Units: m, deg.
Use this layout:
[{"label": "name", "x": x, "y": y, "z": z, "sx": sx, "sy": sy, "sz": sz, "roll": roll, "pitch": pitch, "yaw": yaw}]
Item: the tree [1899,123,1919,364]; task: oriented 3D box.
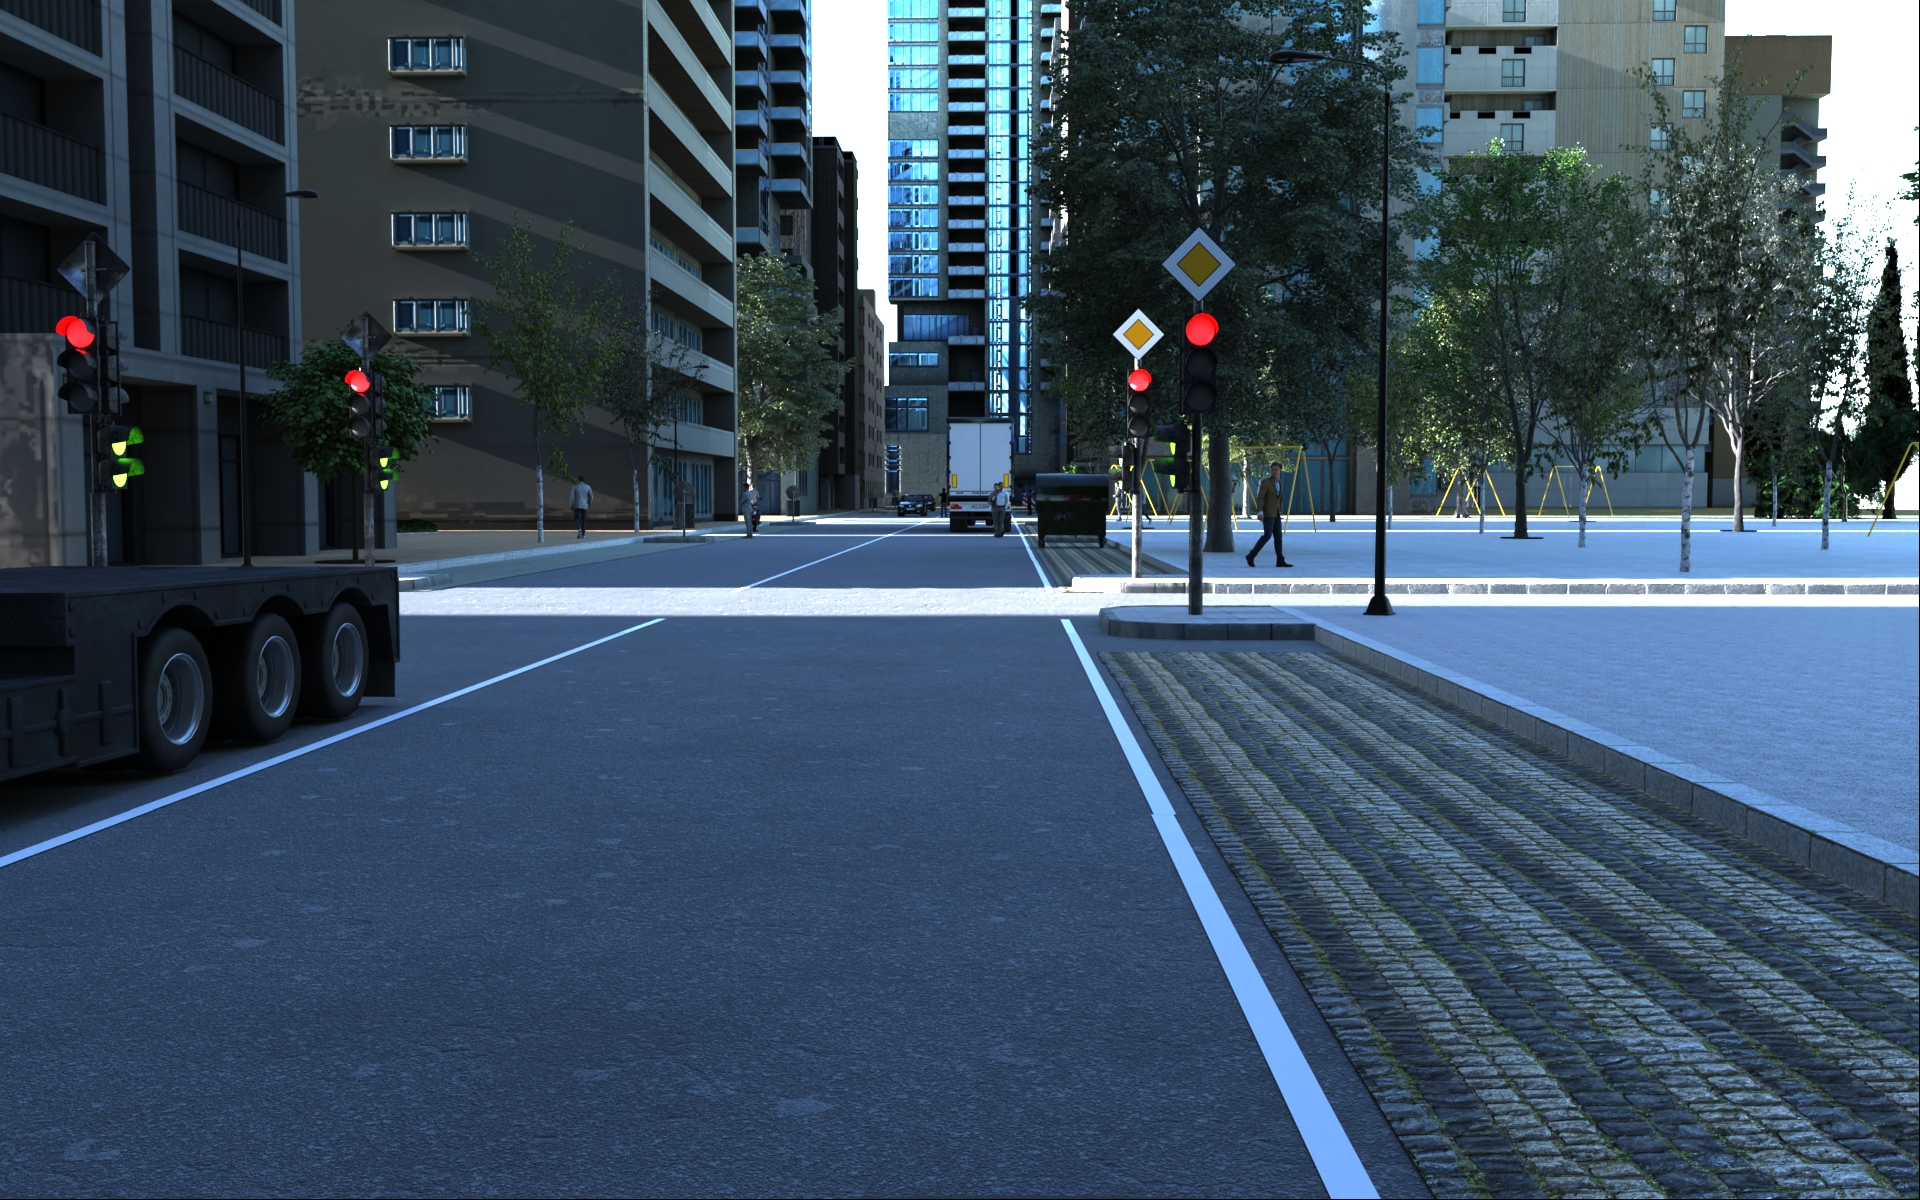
[{"label": "tree", "x": 21.325, "y": -6.955, "z": 31.834, "sx": 7.486, "sy": 12.596, "sz": 7.792, "roll": 0, "pitch": 3, "yaw": 0}]

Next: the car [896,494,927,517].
[{"label": "car", "x": -3.062, "y": -6.231, "z": 111.667, "sx": 2.009, "sy": 1.686, "sz": 4.222, "roll": 0, "pitch": 4, "yaw": 3}]

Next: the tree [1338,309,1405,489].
[{"label": "tree", "x": 16.796, "y": -7.206, "z": 68.184, "sx": 4.360, "sy": 8.622, "sz": 3.978, "roll": 0, "pitch": 3, "yaw": 0}]

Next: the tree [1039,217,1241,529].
[{"label": "tree", "x": 6.669, "y": -8.440, "z": 63.752, "sx": 9.928, "sy": 11.665, "sz": 9.643, "roll": 0, "pitch": 3, "yaw": 0}]

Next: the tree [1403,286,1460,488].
[{"label": "tree", "x": 16.728, "y": -6.467, "z": 56.090, "sx": 4.360, "sy": 8.622, "sz": 3.978, "roll": 0, "pitch": 3, "yaw": 0}]

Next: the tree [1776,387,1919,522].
[{"label": "tree", "x": 47.608, "y": -6.926, "z": 76.140, "sx": 20.602, "sy": 7.101, "sz": 11.467, "roll": 1, "pitch": 4, "yaw": 15}]

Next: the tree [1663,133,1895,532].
[{"label": "tree", "x": 26.536, "y": -9.085, "z": 58.912, "sx": 12.009, "sy": 13.543, "sz": 11.850, "roll": 0, "pitch": 3, "yaw": 0}]

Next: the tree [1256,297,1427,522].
[{"label": "tree", "x": 17.312, "y": -8.892, "z": 79.798, "sx": 8.767, "sy": 10.594, "sz": 7.601, "roll": 1, "pitch": 4, "yaw": 21}]

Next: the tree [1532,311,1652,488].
[{"label": "tree", "x": 24.467, "y": -7.147, "z": 67.210, "sx": 4.737, "sy": 8.622, "sz": 4.395, "roll": 0, "pitch": 3, "yaw": 0}]

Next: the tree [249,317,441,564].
[{"label": "tree", "x": -11.420, "y": -2.974, "z": 32.334, "sx": 4.285, "sy": 4.588, "sz": 4.351, "roll": 0, "pitch": 3, "yaw": 0}]

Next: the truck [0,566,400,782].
[{"label": "truck", "x": -5.516, "y": -0.772, "z": 2.375, "sx": 2.967, "sy": 4.110, "sz": 18.799, "roll": 0, "pitch": 4, "yaw": 3}]

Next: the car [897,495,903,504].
[{"label": "car", "x": -3.905, "y": -7.538, "z": 135.255, "sx": 2.014, "sy": 1.417, "sz": 4.499, "roll": 0, "pitch": 4, "yaw": 0}]

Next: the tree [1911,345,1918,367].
[{"label": "tree", "x": 28.182, "y": -6.686, "z": 43.733, "sx": 7.601, "sy": 10.594, "sz": 8.767, "roll": 1, "pitch": 4, "yaw": 14}]

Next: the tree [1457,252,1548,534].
[{"label": "tree", "x": 14.953, "y": -5.591, "z": 41.774, "sx": 4.360, "sy": 8.622, "sz": 3.978, "roll": 0, "pitch": 3, "yaw": 0}]

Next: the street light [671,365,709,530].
[{"label": "street light", "x": -9.709, "y": -5.498, "z": 62.440, "sx": 1.470, "sy": 5.913, "sz": 1.316, "roll": 0, "pitch": 4, "yaw": 1}]

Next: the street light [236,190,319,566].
[{"label": "street light", "x": -10.483, "y": -3.306, "z": 26.596, "sx": 1.470, "sy": 5.913, "sz": 1.316, "roll": 0, "pitch": 4, "yaw": 1}]

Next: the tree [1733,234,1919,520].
[{"label": "tree", "x": 49.164, "y": -11.625, "z": 91.895, "sx": 18.604, "sy": 14.587, "sz": 13.155, "roll": -1, "pitch": 4, "yaw": -14}]

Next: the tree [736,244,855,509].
[{"label": "tree", "x": -10.498, "y": -11.094, "z": 88.042, "sx": 9.857, "sy": 13.997, "sz": 8.962, "roll": 0, "pitch": 3, "yaw": 0}]

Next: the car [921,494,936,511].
[{"label": "car", "x": -2.982, "y": -8.225, "z": 144.260, "sx": 2.009, "sy": 1.686, "sz": 4.222, "roll": 0, "pitch": 4, "yaw": 3}]

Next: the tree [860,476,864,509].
[{"label": "tree", "x": -8.772, "y": -9.478, "z": 149.560, "sx": 1.663, "sy": 3.219, "sz": 1.824, "roll": 0, "pitch": 3, "yaw": 0}]

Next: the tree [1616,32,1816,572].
[{"label": "tree", "x": 12.093, "y": -4.788, "z": 28.650, "sx": 4.360, "sy": 8.622, "sz": 3.978, "roll": 0, "pitch": 3, "yaw": 0}]

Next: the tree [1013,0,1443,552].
[{"label": "tree", "x": 5.696, "y": -8.029, "z": 37.936, "sx": 9.857, "sy": 13.997, "sz": 8.962, "roll": 0, "pitch": 3, "yaw": 0}]

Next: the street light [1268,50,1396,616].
[{"label": "street light", "x": 3.930, "y": -2.798, "z": 18.296, "sx": 1.470, "sy": 5.913, "sz": 1.316, "roll": 0, "pitch": 4, "yaw": 1}]

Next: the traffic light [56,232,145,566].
[{"label": "traffic light", "x": -9.267, "y": -1.815, "z": 18.603, "sx": 0.839, "sy": 4.253, "sz": 0.868, "roll": 0, "pitch": 4, "yaw": 1}]

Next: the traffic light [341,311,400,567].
[{"label": "traffic light", "x": -9.078, "y": -2.304, "z": 26.586, "sx": 0.839, "sy": 4.253, "sz": 0.868, "roll": 0, "pitch": 4, "yaw": 1}]

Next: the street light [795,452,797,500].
[{"label": "street light", "x": -8.771, "y": -7.688, "z": 98.233, "sx": 1.470, "sy": 5.913, "sz": 1.316, "roll": 0, "pitch": 4, "yaw": 1}]

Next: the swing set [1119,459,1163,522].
[{"label": "swing set", "x": 9.447, "y": -4.955, "z": 78.638, "sx": 3.119, "sy": 2.851, "sz": 2.862, "roll": -3, "pitch": 5, "yaw": -41}]

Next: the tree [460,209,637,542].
[{"label": "tree", "x": -10.894, "y": -5.834, "z": 45.742, "sx": 4.737, "sy": 8.622, "sz": 4.395, "roll": 0, "pitch": 3, "yaw": 0}]

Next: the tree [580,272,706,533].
[{"label": "tree", "x": -10.666, "y": -6.542, "z": 57.327, "sx": 4.360, "sy": 8.622, "sz": 3.978, "roll": 0, "pitch": 3, "yaw": 0}]

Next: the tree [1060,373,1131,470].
[{"label": "tree", "x": 6.845, "y": -8.338, "z": 86.689, "sx": 4.360, "sy": 8.622, "sz": 3.978, "roll": 0, "pitch": 3, "yaw": 0}]

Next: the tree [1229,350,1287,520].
[{"label": "tree", "x": 15.041, "y": -8.370, "z": 87.217, "sx": 4.360, "sy": 8.622, "sz": 3.978, "roll": 0, "pitch": 3, "yaw": 0}]

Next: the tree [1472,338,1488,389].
[{"label": "tree", "x": 28.620, "y": -10.345, "z": 79.505, "sx": 12.009, "sy": 13.543, "sz": 11.850, "roll": 0, "pitch": 3, "yaw": 0}]

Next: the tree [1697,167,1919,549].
[{"label": "tree", "x": 20.351, "y": -5.497, "z": 40.235, "sx": 4.360, "sy": 8.622, "sz": 3.978, "roll": 0, "pitch": 3, "yaw": 0}]

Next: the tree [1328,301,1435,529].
[{"label": "tree", "x": 15.623, "y": -6.924, "z": 63.574, "sx": 4.737, "sy": 8.622, "sz": 4.395, "roll": 0, "pitch": 3, "yaw": 0}]

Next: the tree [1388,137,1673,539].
[{"label": "tree", "x": 16.203, "y": -7.571, "z": 49.547, "sx": 9.928, "sy": 11.665, "sz": 9.643, "roll": 0, "pitch": 3, "yaw": 0}]

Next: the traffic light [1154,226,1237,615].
[{"label": "traffic light", "x": 2.491, "y": -1.799, "z": 18.343, "sx": 0.839, "sy": 4.253, "sz": 0.868, "roll": 0, "pitch": 4, "yaw": 1}]

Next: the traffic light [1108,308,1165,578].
[{"label": "traffic light", "x": 2.680, "y": -2.288, "z": 26.325, "sx": 0.839, "sy": 4.253, "sz": 0.868, "roll": 0, "pitch": 4, "yaw": 1}]

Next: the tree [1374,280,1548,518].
[{"label": "tree", "x": 26.499, "y": -10.666, "z": 91.400, "sx": 9.611, "sy": 12.733, "sz": 9.660, "roll": 0, "pitch": 3, "yaw": 0}]

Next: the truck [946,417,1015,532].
[{"label": "truck", "x": 0.830, "y": -4.881, "z": 68.718, "sx": 2.839, "sy": 4.237, "sz": 11.283, "roll": 0, "pitch": 4, "yaw": 1}]

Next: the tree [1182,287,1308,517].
[{"label": "tree", "x": 15.313, "y": -10.802, "z": 94.747, "sx": 7.486, "sy": 12.596, "sz": 7.792, "roll": 0, "pitch": 3, "yaw": 0}]
